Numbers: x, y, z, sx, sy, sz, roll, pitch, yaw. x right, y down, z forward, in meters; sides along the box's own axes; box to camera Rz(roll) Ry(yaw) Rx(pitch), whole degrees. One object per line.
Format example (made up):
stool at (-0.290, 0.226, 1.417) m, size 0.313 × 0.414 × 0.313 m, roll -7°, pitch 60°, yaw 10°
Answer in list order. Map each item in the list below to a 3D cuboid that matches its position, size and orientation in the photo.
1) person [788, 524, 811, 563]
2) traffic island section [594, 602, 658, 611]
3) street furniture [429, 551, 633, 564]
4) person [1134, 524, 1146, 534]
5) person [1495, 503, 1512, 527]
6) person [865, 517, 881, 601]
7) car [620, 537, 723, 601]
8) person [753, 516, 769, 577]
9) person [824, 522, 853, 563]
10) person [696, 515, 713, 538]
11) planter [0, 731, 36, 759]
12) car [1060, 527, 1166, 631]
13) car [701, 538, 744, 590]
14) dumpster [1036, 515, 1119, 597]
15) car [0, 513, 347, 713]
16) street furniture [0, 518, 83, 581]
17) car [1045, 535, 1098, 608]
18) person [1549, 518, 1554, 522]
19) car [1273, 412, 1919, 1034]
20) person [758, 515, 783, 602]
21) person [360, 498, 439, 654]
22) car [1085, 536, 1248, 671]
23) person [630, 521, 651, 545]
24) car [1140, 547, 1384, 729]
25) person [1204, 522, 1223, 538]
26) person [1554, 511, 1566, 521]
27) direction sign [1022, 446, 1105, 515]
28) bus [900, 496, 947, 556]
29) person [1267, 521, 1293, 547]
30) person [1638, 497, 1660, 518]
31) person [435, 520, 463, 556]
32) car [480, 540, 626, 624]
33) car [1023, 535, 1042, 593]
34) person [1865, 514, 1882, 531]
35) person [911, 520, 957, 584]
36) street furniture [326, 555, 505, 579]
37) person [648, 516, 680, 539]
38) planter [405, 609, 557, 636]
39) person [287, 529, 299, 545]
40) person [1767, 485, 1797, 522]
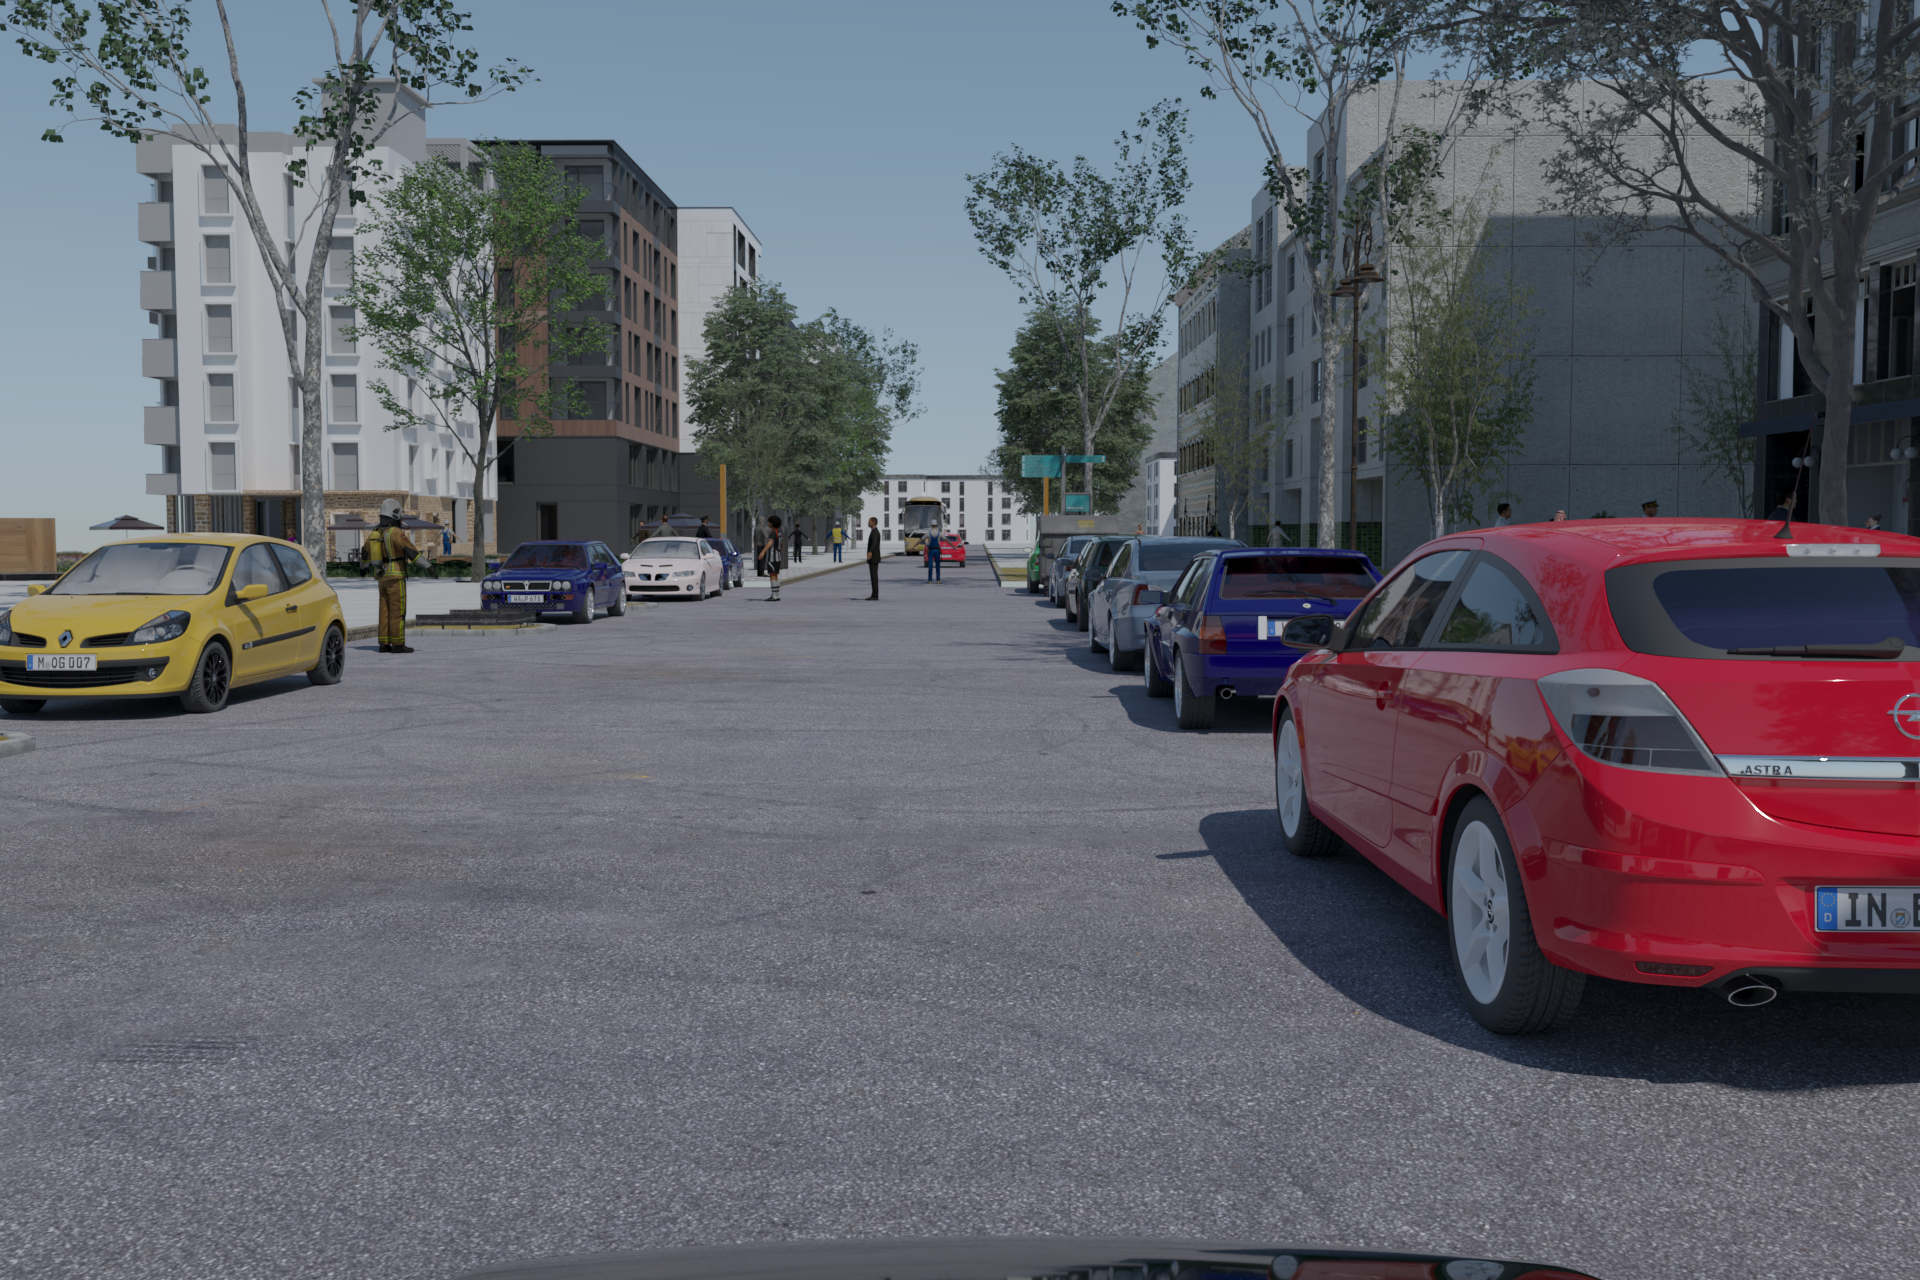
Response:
person at (-7.153, -4.289, 76.841) m, size 1.216 × 1.740 × 0.721 m, roll 2°, pitch 4°, yaw 25°
traffic island section at (-6.889, -0.641, 33.348) m, size 1.991 × 0.108 × 1.994 m, roll 0°, pitch 4°, yaw 1°
street furniture at (-14.638, -2.961, 64.042) m, size 10.072 × 0.657 × 5.734 m, roll -1°, pitch 4°, yaw -13°
person at (8.170, -4.359, 78.074) m, size 1.217 × 1.733 × 0.721 m, roll -2°, pitch 4°, yaw -26°
person at (9.374, -1.445, 29.785) m, size 0.704 × 1.810 × 1.344 m, roll 1°, pitch 4°, yaw 10°
person at (-1.892, -1.756, 37.389) m, size 0.704 × 1.802 × 1.346 m, roll 0°, pitch 4°, yaw -3°
car at (-6.396, -1.597, 38.474) m, size 2.083 × 1.381 × 4.827 m, roll 0°, pitch 4°, yaw 0°
person at (-5.896, -2.788, 51.712) m, size 0.705 × 1.813 × 1.348 m, roll -2°, pitch 4°, yaw -32°
person at (-5.432, -4.342, 76.955) m, size 1.349 × 1.833 × 0.705 m, roll 1°, pitch 4°, yaw 12°
person at (-7.632, -2.812, 51.906) m, size 0.705 × 1.837 × 1.347 m, roll -3°, pitch 4°, yaw -36°
planter at (-7.109, 0.622, 10.976) m, size 1.991 × 0.319 × 1.994 m, roll 0°, pitch 4°, yaw 0°
car at (2.581, -1.045, 26.880) m, size 2.009 × 1.686 × 4.222 m, roll 0°, pitch 3°, yaw 0°
car at (-6.717, -2.009, 45.421) m, size 1.945 × 1.354 × 3.894 m, roll 0°, pitch 4°, yaw 0°
dumpster at (2.694, -1.925, 39.685) m, size 1.865 × 1.857 × 1.264 m, roll 0°, pitch 4°, yaw 0°
car at (-6.795, -0.297, 15.078) m, size 2.015 × 1.641 × 3.980 m, roll 0°, pitch 4°, yaw 1°
street furniture at (-27.746, -2.664, 50.409) m, size 9.812 × 1.723 × 11.010 m, roll -2°, pitch 4°, yaw -31°
car at (2.740, -1.404, 34.960) m, size 2.014 × 1.417 × 4.499 m, roll 0°, pitch 4°, yaw 0°
person at (19.695, -3.138, 57.495) m, size 0.705 × 1.806 × 1.347 m, roll -2°, pitch 4°, yaw -34°
car at (2.364, 0.158, 6.455) m, size 2.155 × 1.783 × 4.494 m, roll 0°, pitch 4°, yaw -1°
person at (-3.989, -1.729, 36.874) m, size 0.704 × 1.843 × 1.345 m, roll 1°, pitch 4°, yaw 10°
person at (-6.825, -0.773, 20.871) m, size 1.354 × 1.858 × 0.705 m, roll 2°, pitch 4°, yaw 33°
car at (2.440, -0.453, 19.411) m, size 2.014 × 1.417 × 4.499 m, roll 0°, pitch 4°, yaw 0°
person at (-12.922, -3.935, 70.475) m, size 1.346 × 1.812 × 0.704 m, roll 3°, pitch 5°, yaw 39°
car at (2.476, -0.090, 14.048) m, size 1.945 × 1.354 × 3.894 m, roll 0°, pitch 4°, yaw 1°
person at (12.220, -4.760, 83.601) m, size 1.354 × 1.856 × 0.705 m, roll -2°, pitch 4°, yaw -31°
person at (13.595, -2.022, 39.206) m, size 0.704 × 1.811 × 1.347 m, roll 1°, pitch 4°, yaw 10°
direction sign at (3.126, -3.858, 51.836) m, size 2.525 × 3.948 × 1.411 m, roll 0°, pitch 3°, yaw 0°
bus at (-2.283, -7.621, 116.144) m, size 2.896 × 3.916 × 12.252 m, roll 0°, pitch 4°, yaw 1°
person at (12.320, -3.719, 66.984) m, size 0.705 × 1.806 × 1.347 m, roll -2°, pitch 4°, yaw -34°
person at (10.618, -1.276, 26.649) m, size 1.343 × 1.855 × 0.704 m, roll -3°, pitch 5°, yaw -42°
person at (-21.038, -3.991, 71.107) m, size 1.347 × 1.847 × 0.705 m, roll 1°, pitch 4°, yaw 20°
car at (-6.733, -0.996, 28.863) m, size 1.945 × 1.354 × 3.894 m, roll 0°, pitch 4°, yaw 1°
car at (2.574, -2.106, 43.235) m, size 1.959 × 1.807 × 4.718 m, roll 0°, pitch 4°, yaw 1°
person at (20.220, -1.939, 38.547) m, size 0.445 × 1.727 × 0.742 m, roll 0°, pitch 4°, yaw -3°
person at (-0.746, -2.536, 49.784) m, size 1.347 × 1.847 × 0.705 m, roll 0°, pitch 4°, yaw -5°
street furniture at (-17.267, -2.210, 51.754) m, size 10.072 × 0.657 × 5.734 m, roll 0°, pitch 4°, yaw -4°
person at (-8.372, -2.616, 49.037) m, size 1.348 × 1.796 × 0.705 m, roll -3°, pitch 5°, yaw -41°
planter at (-6.985, -0.252, 25.256) m, size 1.991 × 0.319 × 1.994 m, roll 0°, pitch 4°, yaw 1°
person at (-18.542, -2.360, 47.850) m, size 0.991 × 1.433 × 0.599 m, roll 3°, pitch 4°, yaw 39°
person at (9.212, -0.812, 19.318) m, size 0.704 × 1.823 × 1.345 m, roll 0°, pitch 4°, yaw 1°
